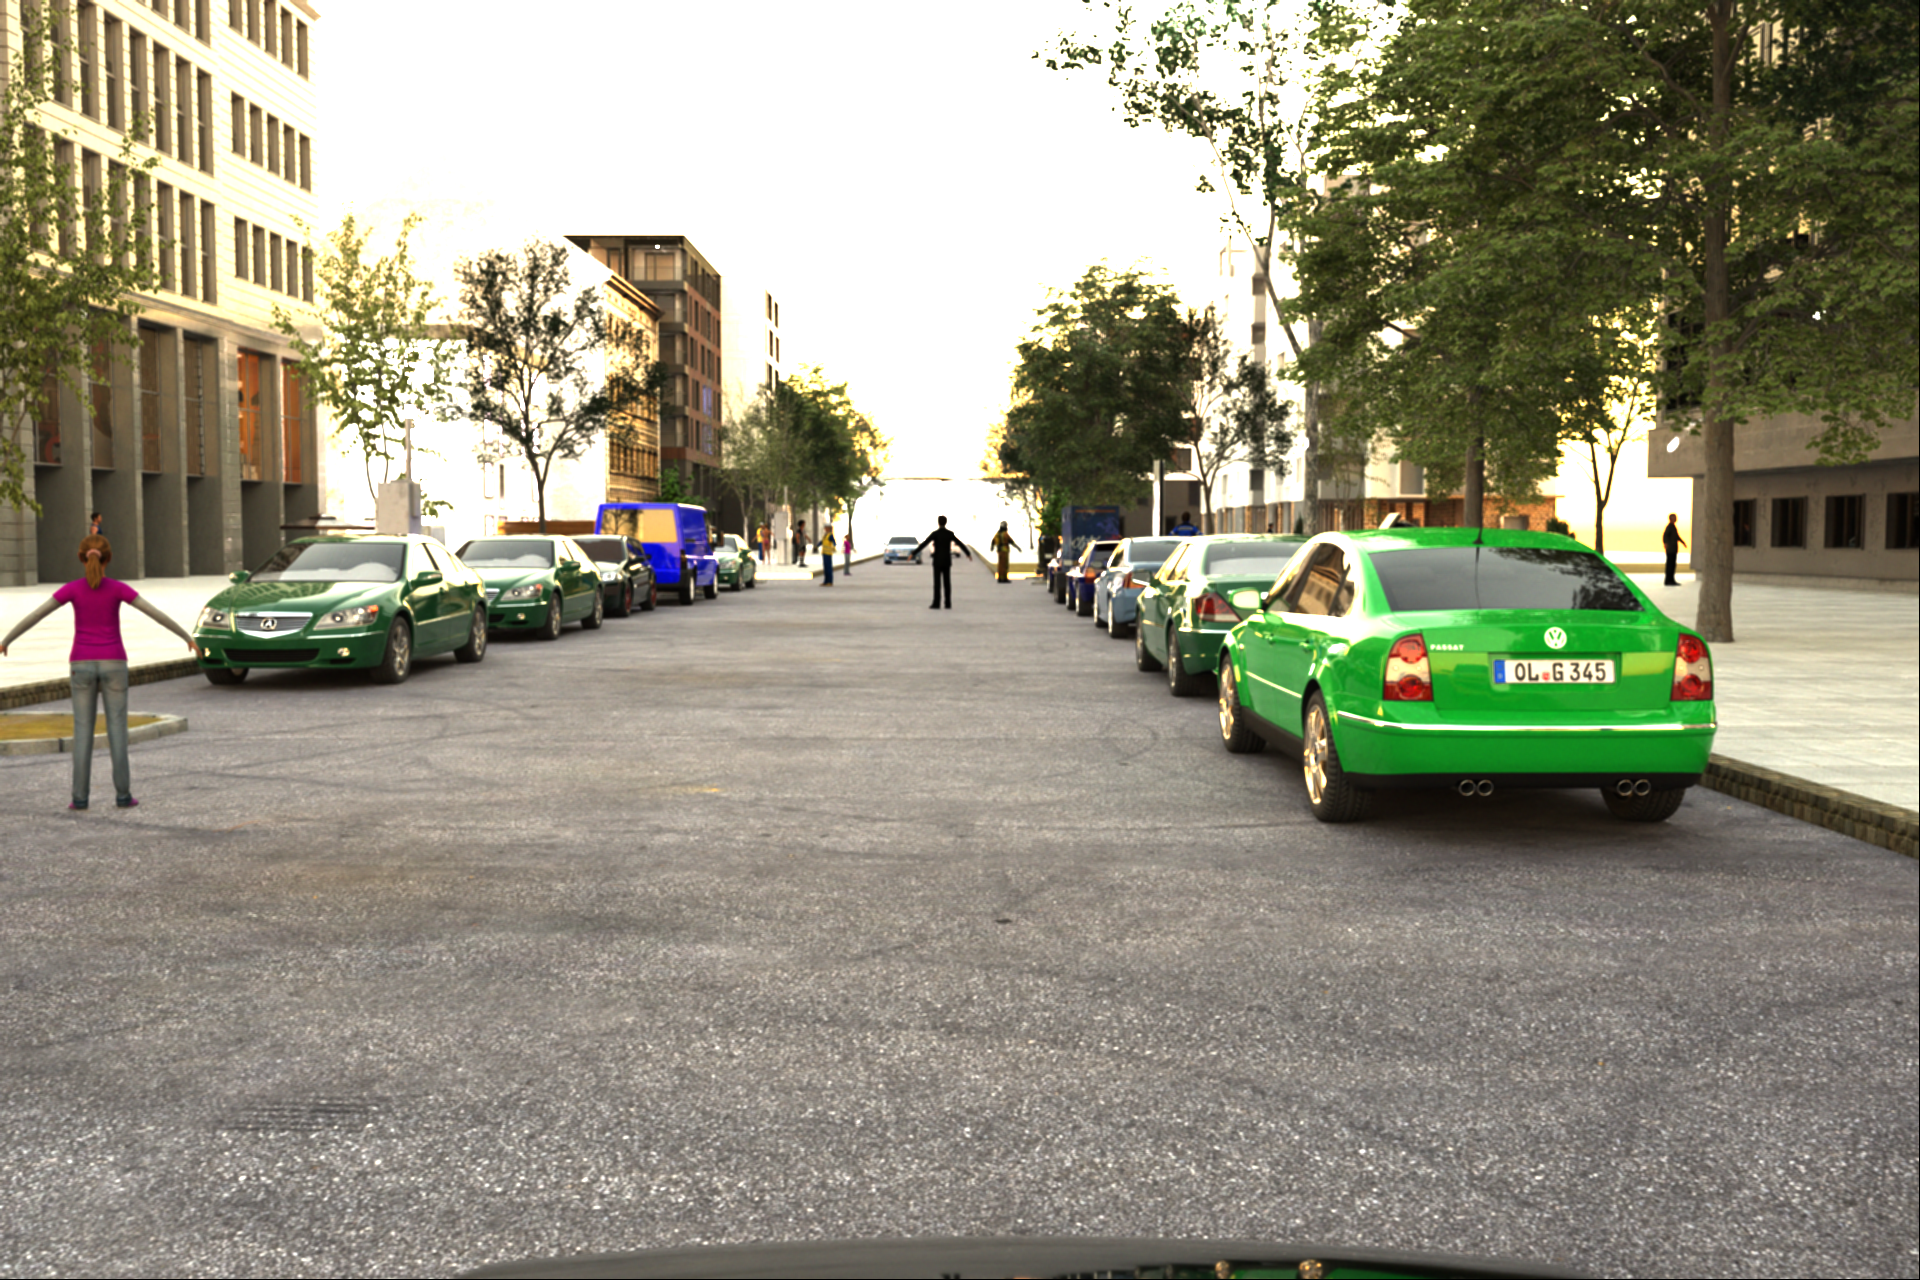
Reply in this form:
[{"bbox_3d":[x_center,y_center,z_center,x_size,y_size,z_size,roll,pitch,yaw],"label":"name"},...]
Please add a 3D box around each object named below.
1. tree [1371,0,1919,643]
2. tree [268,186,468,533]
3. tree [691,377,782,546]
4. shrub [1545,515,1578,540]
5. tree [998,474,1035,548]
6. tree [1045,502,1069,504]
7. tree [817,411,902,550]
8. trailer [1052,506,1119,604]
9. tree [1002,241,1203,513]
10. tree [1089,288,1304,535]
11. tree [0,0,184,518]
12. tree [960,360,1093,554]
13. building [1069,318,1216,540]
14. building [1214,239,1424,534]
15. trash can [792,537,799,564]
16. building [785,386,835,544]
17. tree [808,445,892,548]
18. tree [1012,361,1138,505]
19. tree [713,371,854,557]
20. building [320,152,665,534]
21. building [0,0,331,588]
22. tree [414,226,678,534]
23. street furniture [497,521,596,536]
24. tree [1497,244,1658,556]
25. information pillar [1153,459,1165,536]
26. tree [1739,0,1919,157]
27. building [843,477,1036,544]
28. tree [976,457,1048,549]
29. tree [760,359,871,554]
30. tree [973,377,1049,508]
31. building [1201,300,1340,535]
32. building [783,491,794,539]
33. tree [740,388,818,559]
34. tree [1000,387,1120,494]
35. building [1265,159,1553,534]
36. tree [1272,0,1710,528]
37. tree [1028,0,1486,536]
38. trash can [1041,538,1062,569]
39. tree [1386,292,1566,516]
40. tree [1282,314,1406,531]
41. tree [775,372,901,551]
[{"bbox_3d":[8.906,-6.273,20.692,7.486,12.596,7.792,0,3,0],"label":"tree"},{"bbox_3d":[-12.448,-5.291,36.873,4.737,8.622,4.395,0,3,0],"label":"tree"},{"bbox_3d":[-9.827,-7.978,80.808,4.360,8.622,3.978,0,3,0],"label":"tree"},{"bbox_3d":[23.051,-3.823,66.920,1.690,2.028,1.600,0,3,0],"label":"shrub"},{"bbox_3d":[6.072,-12.846,160.399,4.360,8.622,3.978,0,3,0],"label":"tree"},{"bbox_3d":[15.823,-20.388,251.471,7.486,12.596,7.792,0,3,0],"label":"tree"},{"bbox_3d":[-8.943,-13.253,142.446,9.928,11.665,9.643,0,3,0],"label":"tree"},{"bbox_3d":[2.684,-1.816,36.735,1.471,1.999,3.904,0,4,-1],"label":"trailer"},{"bbox_3d":[6.150,-10.416,76.954,9.857,13.997,8.962,0,3,0],"label":"tree"},{"bbox_3d":[9.395,-8.015,65.458,8.767,10.594,7.601,-2,4,-32],"label":"tree"},{"bbox_3d":[-12.736,-4.443,22.998,4.737,8.622,4.395,0,3,0],"label":"tree"},{"bbox_3d":[5.535,-12.439,113.745,12.009,13.543,11.850,0,3,0],"label":"tree"},{"bbox_3d":[25.137,-20.553,180.015,27.936,21.610,32.646,0,4,0],"label":"building"},{"bbox_3d":[21.741,-15.638,112.105,16.016,20.090,11.380,0,4,0],"label":"building"},{"bbox_3d":[-7.262,-3.836,74.373,0.748,1.137,0.748,0,3,0],"label":"trash can"},{"bbox_3d":[-26.420,-24.253,227.470,19.493,23.208,18.063,0,4,-1],"label":"building"},{"bbox_3d":[-9.969,-13.669,157.898,8.767,10.594,7.601,-3,4,-39],"label":"tree"},{"bbox_3d":[6.368,-9.537,90.343,7.601,10.594,8.767,-1,4,-15],"label":"tree"},{"bbox_3d":[-9.527,-10.064,98.963,7.601,10.594,8.767,3,5,42],"label":"tree"},{"bbox_3d":[-29.784,-17.015,109.117,19.493,23.208,18.063,0,4,0],"label":"building"},{"bbox_3d":[-28.328,-16.504,47.334,11.434,29.767,29.804,0,3,0],"label":"building"},{"bbox_3d":[-12.412,-7.189,51.948,8.767,10.594,7.601,0,4,5],"label":"tree"},{"bbox_3d":[-14.689,-3.343,61.518,9.812,1.723,11.010,3,4,37],"label":"street furniture"},{"bbox_3d":[22.152,-8.174,59.406,9.928,11.665,9.643,0,3,0],"label":"tree"},{"bbox_3d":[6.345,-3.915,55.333,0.184,3.620,1.656,0,3,0],"label":"information pillar"},{"bbox_3d":[8.476,-4.676,10.864,7.601,10.594,8.767,-2,4,-32],"label":"tree"},{"bbox_3d":[-2.785,-18.825,252.398,28.070,9.664,9.099,0,4,2],"label":"building"},{"bbox_3d":[5.819,-12.829,144.168,8.767,10.594,7.601,-3,4,-36],"label":"tree"},{"bbox_3d":[-9.797,-11.906,112.792,7.486,12.596,7.792,0,3,0],"label":"tree"},{"bbox_3d":[6.175,-13.394,129.358,12.009,13.543,11.850,0,3,0],"label":"tree"},{"bbox_3d":[24.820,-17.374,140.487,16.016,20.090,11.380,0,4,0],"label":"building"},{"bbox_3d":[-30.051,-23.071,208.146,19.493,23.208,18.063,0,4,0],"label":"building"},{"bbox_3d":[-9.578,-8.362,87.084,4.360,8.622,3.978,0,3,0],"label":"tree"},{"bbox_3d":[5.953,-10.189,100.998,8.767,10.594,7.601,2,4,27],"label":"tree"},{"bbox_3d":[21.667,-14.455,92.756,16.016,20.090,11.380,0,4,0],"label":"building"},{"bbox_3d":[9.286,-6.902,30.973,7.486,12.596,7.792,0,3,0],"label":"tree"},{"bbox_3d":[7.773,-11.586,45.314,12.611,20.169,13.585,0,3,0],"label":"tree"},{"bbox_3d":[3.227,-3.004,60.765,0.748,1.137,0.748,0,3,0],"label":"trash can"},{"bbox_3d":[21.622,-9.516,73.714,7.486,12.596,7.792,0,3,0],"label":"tree"},{"bbox_3d":[12.710,-6.538,57.256,4.360,8.622,3.978,0,3,0],"label":"tree"},{"bbox_3d":[-9.596,-13.422,129.819,12.009,13.543,11.850,0,3,0],"label":"tree"}]
